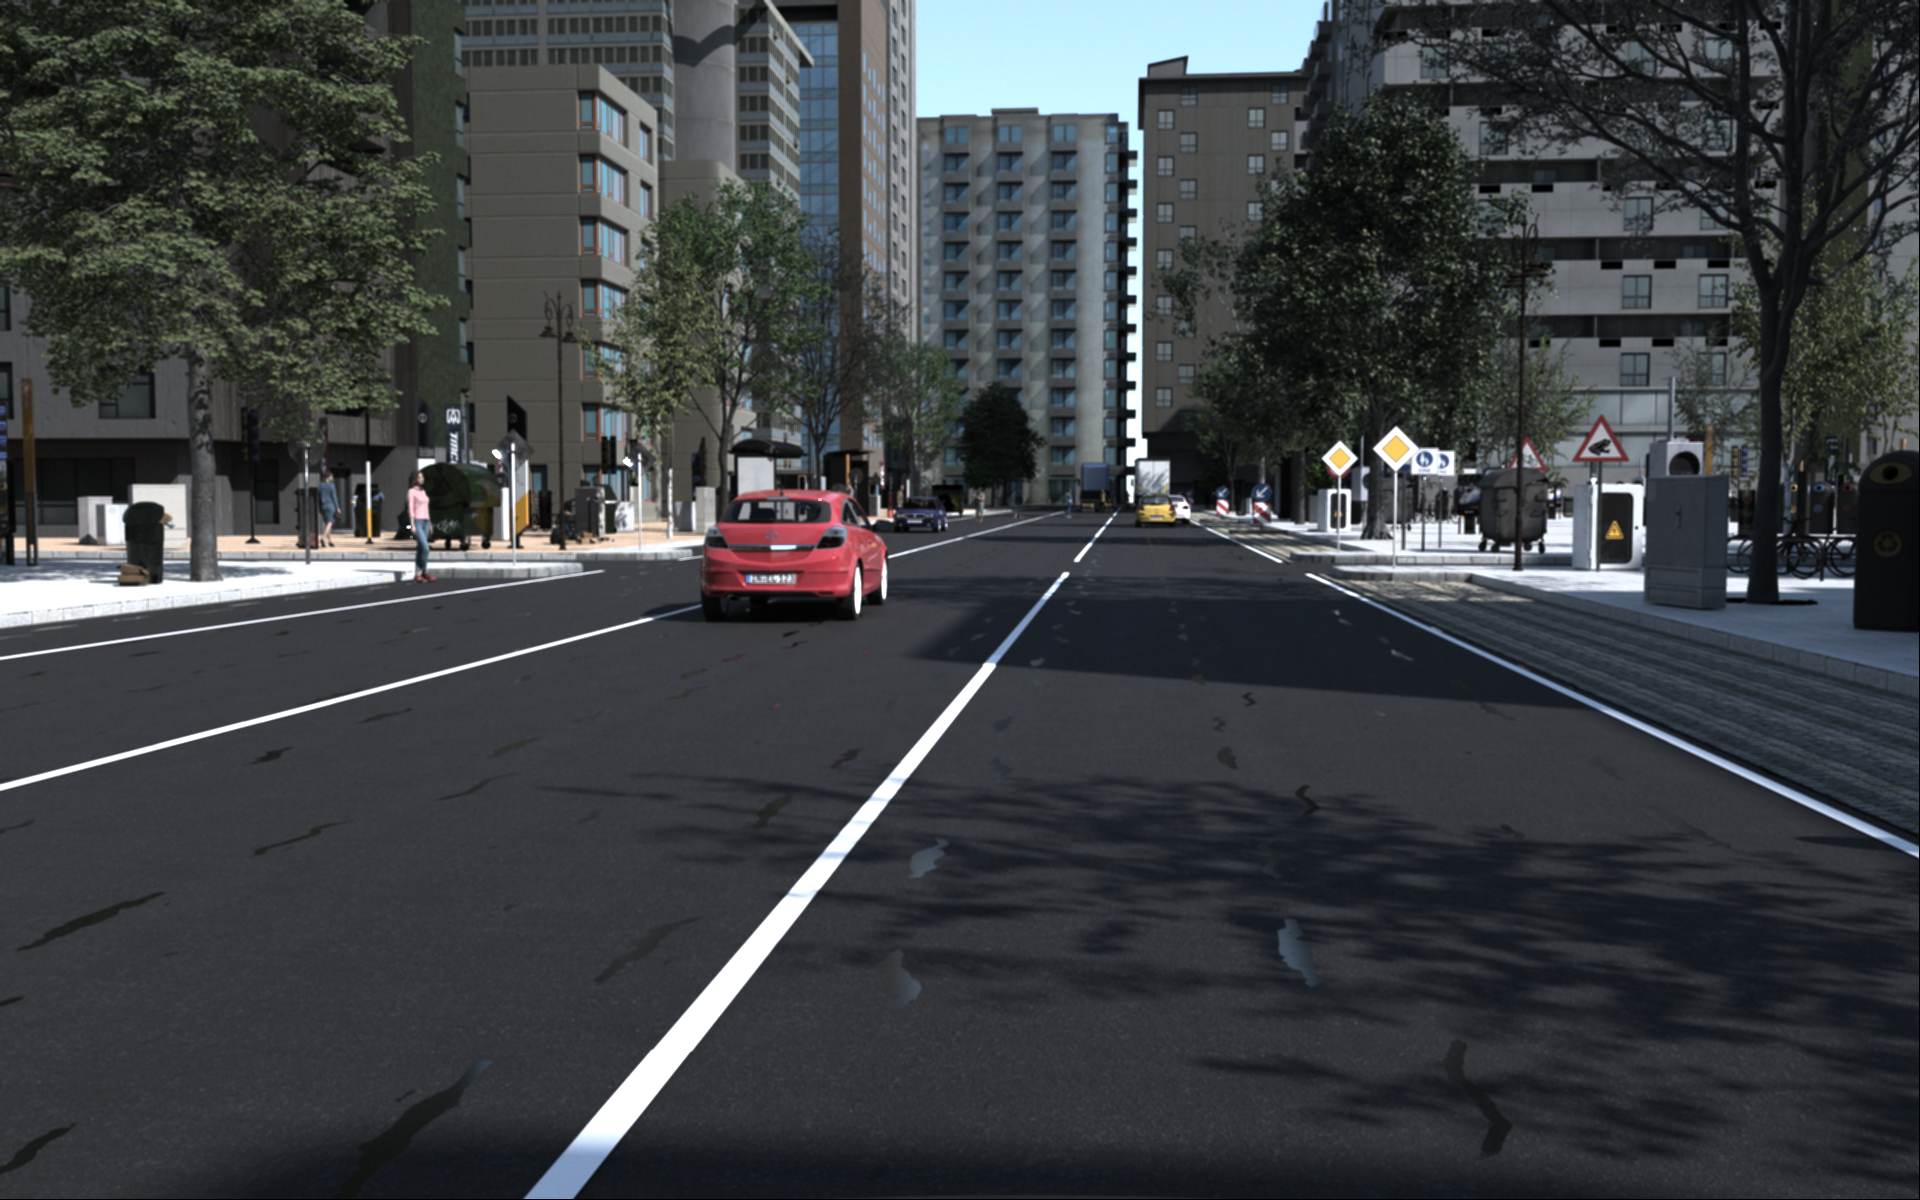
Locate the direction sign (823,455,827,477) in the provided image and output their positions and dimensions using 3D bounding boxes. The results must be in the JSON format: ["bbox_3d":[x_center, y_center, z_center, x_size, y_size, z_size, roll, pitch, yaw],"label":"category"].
[{"bbox_3d":[-7.548,-6.582,99.609,0.876,3.537,0.379,3,5,42],"label":"direction sign"}]

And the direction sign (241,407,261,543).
[{"bbox_3d":[-18.425,-3.243,45.016,0.876,3.537,0.379,3,5,40],"label":"direction sign"}]

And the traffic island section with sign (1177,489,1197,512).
[{"bbox_3d":[18.272,-7.958,138.734,1.989,1.847,2.006,0,4,6],"label":"traffic island section with sign"}]

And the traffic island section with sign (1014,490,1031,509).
[{"bbox_3d":[5.805,-9.696,167.159,1.989,1.847,2.006,0,4,6],"label":"traffic island section with sign"}]

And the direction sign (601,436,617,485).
[{"bbox_3d":[-13.754,-4.643,67.915,0.876,3.537,0.379,3,5,40],"label":"direction sign"}]

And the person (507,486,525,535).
[{"bbox_3d":[-13.618,-2.851,52.754,0.679,1.850,0.850,3,5,43],"label":"person"}]

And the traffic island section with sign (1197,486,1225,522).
[{"bbox_3d":[13.365,-4.926,89.169,1.989,1.847,2.006,0,4,6],"label":"traffic island section with sign"}]

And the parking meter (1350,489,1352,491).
[{"bbox_3d":[17.098,-4.148,76.228,0.372,1.533,0.369,0,3,0],"label":"parking meter"}]

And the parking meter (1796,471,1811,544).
[{"bbox_3d":[21.728,-2.381,44.633,0.255,1.863,0.399,3,4,37],"label":"parking meter"}]

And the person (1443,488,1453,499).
[{"bbox_3d":[33.303,-6.877,119.206,1.217,1.736,0.721,1,4,12],"label":"person"}]

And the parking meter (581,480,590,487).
[{"bbox_3d":[-15.124,-3.936,70.068,0.399,1.863,0.255,-1,4,-23],"label":"parking meter"}]

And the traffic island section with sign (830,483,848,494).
[{"bbox_3d":[-4.463,-3.353,63.456,1.989,1.847,2.006,0,4,6],"label":"traffic island section with sign"}]

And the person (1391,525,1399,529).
[{"bbox_3d":[15.806,-3.491,63.134,0.555,1.821,0.388,1,4,16],"label":"person"}]

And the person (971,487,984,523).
[{"bbox_3d":[0.875,-4.746,86.449,0.532,1.782,0.716,-3,5,-40],"label":"person"}]

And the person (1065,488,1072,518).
[{"bbox_3d":[6.599,-5.900,105.222,0.793,1.790,0.793,-2,4,-27],"label":"person"}]

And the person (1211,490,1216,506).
[{"bbox_3d":[27.546,-11.050,187.642,0.436,1.711,0.756,-2,4,-24],"label":"person"}]

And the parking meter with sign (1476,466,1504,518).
[{"bbox_3d":[28.404,-5.943,93.429,1.738,3.016,0.543,2,4,31],"label":"parking meter with sign"}]

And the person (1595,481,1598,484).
[{"bbox_3d":[24.444,-3.699,66.803,0.520,1.790,0.573,-2,4,-28],"label":"person"}]

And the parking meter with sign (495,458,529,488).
[{"bbox_3d":[-15.884,-3.934,60.584,0.543,3.016,1.738,2,4,30],"label":"parking meter with sign"}]

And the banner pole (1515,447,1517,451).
[{"bbox_3d":[28.714,-6.042,88.798,0.863,3.779,0.401,1,4,17],"label":"banner pole"}]

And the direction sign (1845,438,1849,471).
[{"bbox_3d":[35.866,-4.777,70.104,0.379,3.537,0.876,1,4,22],"label":"direction sign"}]

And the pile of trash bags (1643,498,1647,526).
[{"bbox_3d":[26.646,-3.672,69.789,3.447,1.369,1.912,1,4,17],"label":"pile of trash bags"}]

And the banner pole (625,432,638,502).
[{"bbox_3d":[-13.170,-4.855,69.404,0.863,3.779,0.401,3,4,36],"label":"banner pole"}]

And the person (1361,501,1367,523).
[{"bbox_3d":[17.635,-3.985,75.874,0.352,1.250,0.332,0,4,2],"label":"person"}]

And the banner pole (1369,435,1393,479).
[{"bbox_3d":[15.400,-4.528,64.046,0.863,3.779,0.401,0,4,-2],"label":"banner pole"}]

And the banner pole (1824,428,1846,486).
[{"bbox_3d":[33.314,-4.639,65.870,0.863,3.779,0.401,2,4,27],"label":"banner pole"}]

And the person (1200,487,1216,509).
[{"bbox_3d":[21.248,-8.738,148.532,1.348,1.869,0.705,1,4,11],"label":"person"}]

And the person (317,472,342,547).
[{"bbox_3d":[-15.306,-2.188,41.838,0.581,1.822,0.654,2,4,26],"label":"person"}]

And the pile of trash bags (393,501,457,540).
[{"bbox_3d":[-15.037,-2.387,48.776,1.912,1.369,3.447,-1,4,-8],"label":"pile of trash bags"}]

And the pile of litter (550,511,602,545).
[{"bbox_3d":[-9.817,-1.863,44.418,1.176,0.858,1.719,2,4,35],"label":"pile of litter"}]

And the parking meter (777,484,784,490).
[{"bbox_3d":[-10.149,-5.651,98.110,0.399,1.863,0.255,1,4,12],"label":"parking meter"}]

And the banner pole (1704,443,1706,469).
[{"bbox_3d":[35.877,-5.735,83.776,0.401,3.779,0.863,3,5,42],"label":"banner pole"}]

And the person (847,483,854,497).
[{"bbox_3d":[-5.044,-4.483,79.454,0.853,1.813,0.709,-1,4,-12],"label":"person"}]

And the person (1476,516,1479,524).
[{"bbox_3d":[22.054,-4.092,73.353,0.661,1.777,0.834,3,4,39],"label":"person"}]

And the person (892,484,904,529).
[{"bbox_3d":[-2.506,-3.853,71.407,0.836,1.842,0.656,-2,4,-28],"label":"person"}]

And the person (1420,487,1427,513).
[{"bbox_3d":[30.106,-6.461,112.480,0.445,1.727,0.742,1,4,17],"label":"person"}]

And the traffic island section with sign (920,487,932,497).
[{"bbox_3d":[-1.760,-5.029,90.845,1.989,1.847,2.006,0,4,6],"label":"traffic island section with sign"}]

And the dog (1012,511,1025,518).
[{"bbox_3d":[3.554,-5.206,105.311,0.748,0.427,0.550,1,4,8],"label":"dog"}]

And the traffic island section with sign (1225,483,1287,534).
[{"bbox_3d":[10.701,-3.285,62.346,1.989,1.847,2.006,0,4,6],"label":"traffic island section with sign"}]

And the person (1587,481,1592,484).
[{"bbox_3d":[24.720,-3.782,68.234,0.721,1.781,0.623,1,4,16],"label":"person"}]

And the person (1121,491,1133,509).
[{"bbox_3d":[15.872,-9.476,164.150,1.217,1.743,0.721,0,4,-6],"label":"person"}]

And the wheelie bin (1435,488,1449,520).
[{"bbox_3d":[23.658,-4.715,84.998,0.693,1.594,0.980,1,4,11],"label":"wheelie bin"}]

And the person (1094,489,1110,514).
[{"bbox_3d":[10.286,-7.126,125.102,1.348,1.812,0.705,2,4,32],"label":"person"}]

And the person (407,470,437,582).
[{"bbox_3d":[-8.754,-1.196,28.067,0.388,1.821,0.555,0,4,5],"label":"person"}]

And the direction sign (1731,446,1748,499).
[{"bbox_3d":[36.453,-5.448,81.074,0.876,3.537,0.379,-1,4,-15],"label":"direction sign"}]

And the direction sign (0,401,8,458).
[{"bbox_3d":[-23.635,-3.068,42.166,0.379,3.537,0.876,3,5,39],"label":"direction sign"}]

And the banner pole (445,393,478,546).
[{"bbox_3d":[-12.307,-3.218,42.638,0.401,3.779,0.863,3,5,40],"label":"banner pole"}]

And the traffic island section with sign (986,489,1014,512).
[{"bbox_3d":[3.148,-8.052,140.281,1.989,1.847,2.006,0,4,6],"label":"traffic island section with sign"}]
